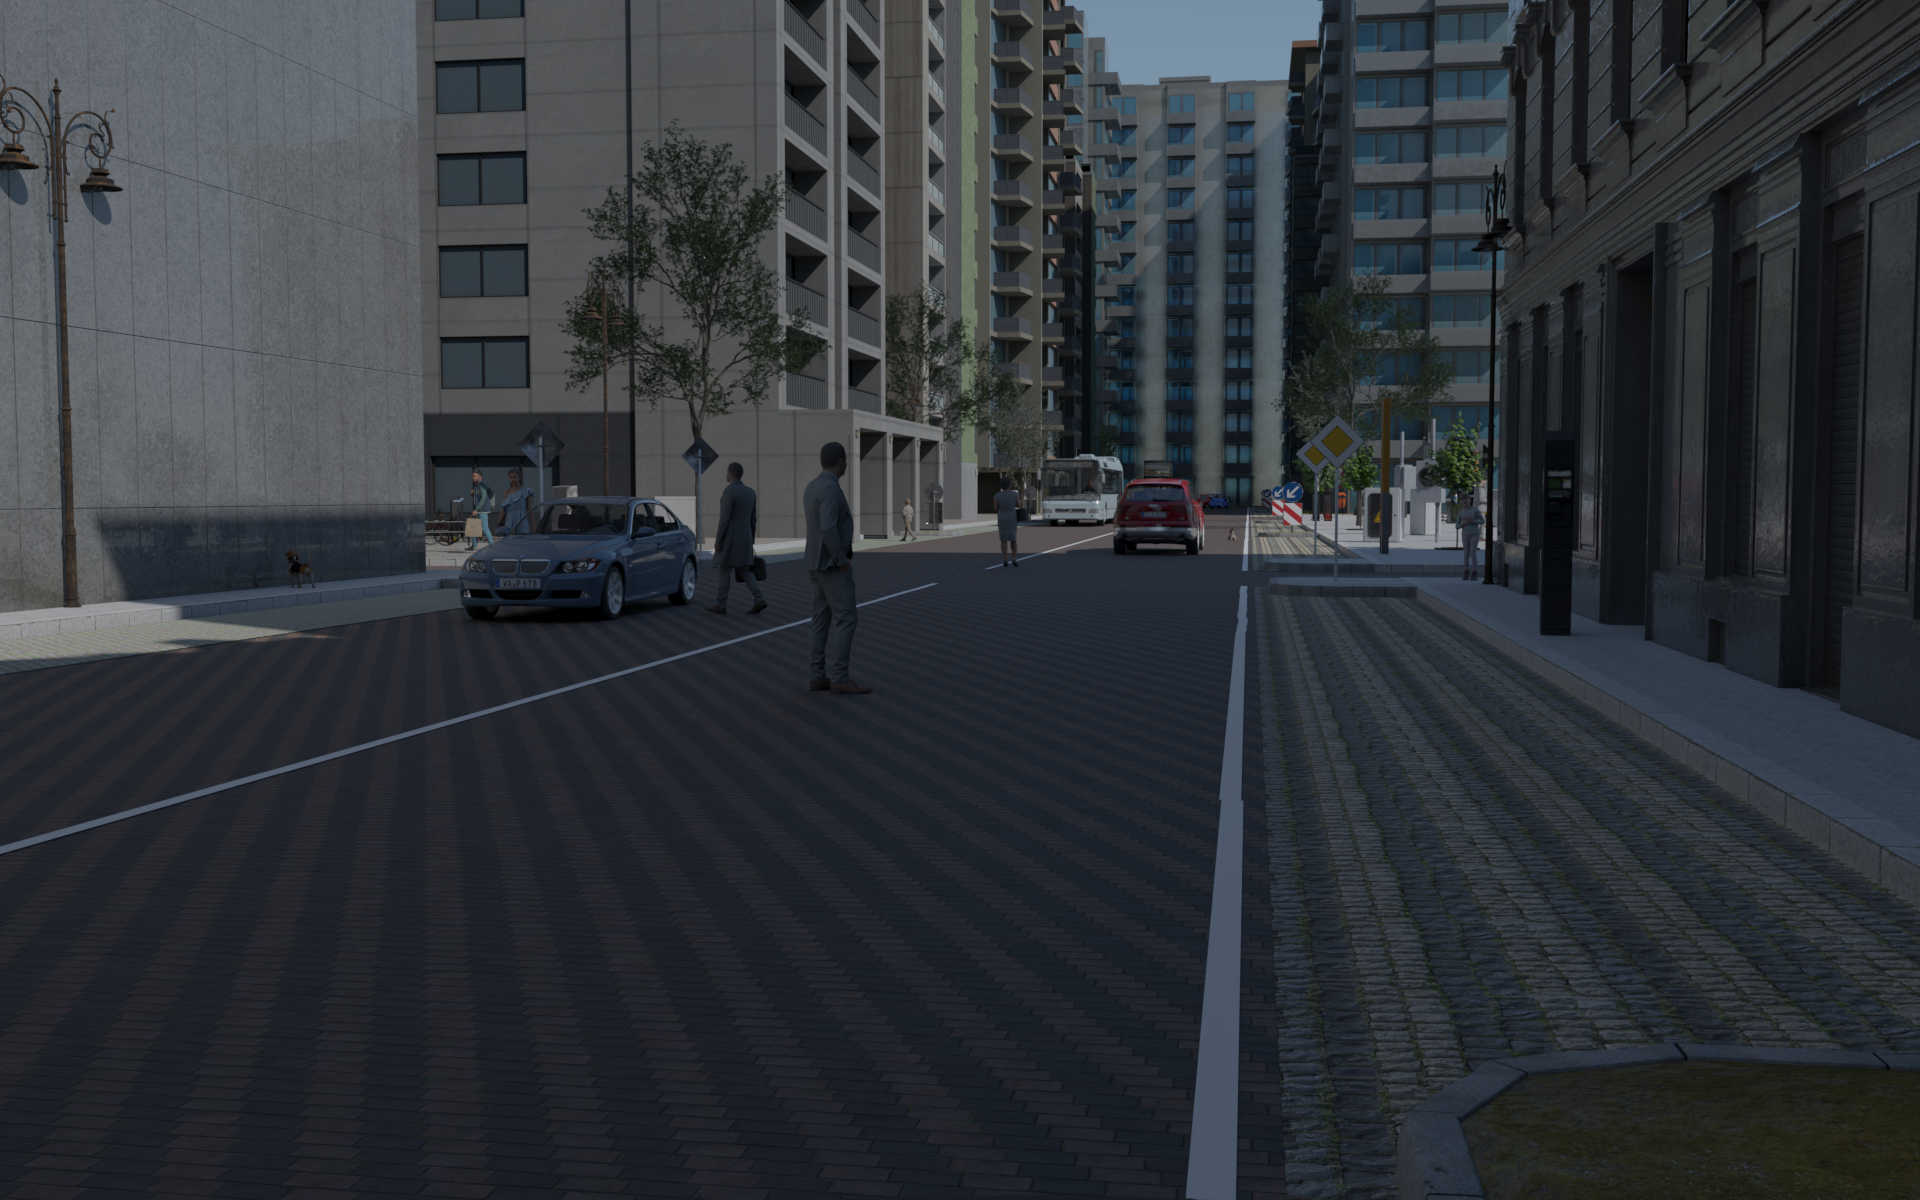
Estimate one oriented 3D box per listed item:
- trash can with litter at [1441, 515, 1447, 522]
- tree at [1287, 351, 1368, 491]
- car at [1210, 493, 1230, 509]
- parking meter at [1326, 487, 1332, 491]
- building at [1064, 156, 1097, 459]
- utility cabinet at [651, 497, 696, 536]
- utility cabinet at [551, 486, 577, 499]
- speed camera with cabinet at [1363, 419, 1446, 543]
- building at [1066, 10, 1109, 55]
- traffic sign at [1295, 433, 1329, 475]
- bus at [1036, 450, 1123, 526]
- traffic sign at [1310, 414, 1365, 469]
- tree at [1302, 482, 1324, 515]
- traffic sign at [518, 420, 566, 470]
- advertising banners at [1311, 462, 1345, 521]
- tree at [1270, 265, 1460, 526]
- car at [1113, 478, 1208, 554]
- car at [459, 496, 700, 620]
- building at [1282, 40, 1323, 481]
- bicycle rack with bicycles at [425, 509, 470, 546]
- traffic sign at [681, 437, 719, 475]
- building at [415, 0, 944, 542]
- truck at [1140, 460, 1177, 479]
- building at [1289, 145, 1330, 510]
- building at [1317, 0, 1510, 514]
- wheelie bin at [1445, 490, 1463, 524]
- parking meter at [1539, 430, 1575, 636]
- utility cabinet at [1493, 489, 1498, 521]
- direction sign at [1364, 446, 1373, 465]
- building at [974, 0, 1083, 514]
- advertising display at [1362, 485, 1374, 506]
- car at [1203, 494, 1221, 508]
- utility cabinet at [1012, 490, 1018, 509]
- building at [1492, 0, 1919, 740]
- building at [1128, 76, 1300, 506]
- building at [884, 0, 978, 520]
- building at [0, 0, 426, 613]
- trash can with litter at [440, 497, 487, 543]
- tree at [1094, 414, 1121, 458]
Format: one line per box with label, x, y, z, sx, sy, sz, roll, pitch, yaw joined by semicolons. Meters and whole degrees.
trash can with litter;22.334;-4.281;81.046;1.678;1.210;2.233;0;4;-1
tree;18.427;-8.445;88.442;4.360;8.622;3.978;0;3;0
car;25.214;-9.702;168.218;1.945;1.707;3.694;1;4;11
parking meter;20.985;-5.676;98.513;0.255;1.863;0.399;0;4;-6
building;3.871;-22.906;146.217;14.160;30.474;14.107;1;4;9
utility cabinet;-6.880;-1.862;41.602;1.020;1.237;0.306;-2;4;-27
utility cabinet;-10.543;-2.291;46.130;0.318;1.500;1.173;-2;4;-33
speed camera with cabinet;11.750;-3.147;45.788;2.038;3.252;0.660;2;4;27
building;0.624;-33.973;175.075;30.456;49.044;23.786;1;4;9
traffic sign;6.834;-1.894;33.165;0.795;2.593;0.064;1;4;9
bus;5.765;-5.238;80.502;2.948;3.499;13.247;1;4;10
traffic sign;5.520;-1.413;25.289;0.795;2.593;0.064;1;4;9
tree;22.472;-6.965;108.472;1.663;3.219;1.824;0;3;0
traffic sign;-6.604;-1.537;27.326;0.795;2.593;0.064;1;4;9
advertising banners;17.307;-5.215;81.449;0.090;3.025;2.074;-3;4;-36
tree;16.336;-8.274;69.690;8.767;10.594;7.601;3;5;43
car;4.949;-2.084;42.745;2.281;1.827;5.304;1;4;10
car;-4.542;-0.568;21.294;2.014;1.417;4.499;1;4;9
building;42.340;-31.240;165.402;22.147;44.769;28.867;1;4;9
bicycle rack with bicycles;-13.596;-1.825;43.223;2.925;0.926;2.852;-2;4;-31
traffic sign;-5.289;-2.019;35.202;0.795;2.593;0.064;1;4;9
building;-11.430;-38.005;59.635;20.563;71.187;20.611;1;4;9
truck;16.813;-9.593;145.754;2.839;4.237;11.283;1;4;9
building;34.877;-22.852;145.336;14.160;30.474;14.107;1;4;9
building;36.592;-30.705;121.642;23.786;49.044;30.456;1;4;9
wheelie bin;21.437;-4.103;75.000;0.693;1.594;0.980;0;4;-6
parking meter;5.435;-0.615;15.768;0.255;1.863;0.399;1;4;16
utility cabinet;25.216;-4.504;82.323;0.318;1.500;1.173;-3;5;-44
direction sign;19.189;-5.480;81.599;0.379;3.537;0.876;-1;4;-19
building;-2.869;-28.779;125.158;22.147;44.769;28.867;1;4;9
advertising display;24.031;-5.934;102.237;0.123;1.923;0.974;-2;4;-34
car;25.615;-10.209;175.963;2.155;1.783;4.494;1;4;10
utility cabinet;3.132;-5.989;106.597;0.318;1.500;1.173;-2;4;-28
building;10.813;-10.128;14.747;9.793;20.994;18.267;1;4;9
building;25.973;-35.593;201.549;30.456;49.044;23.786;1;4;9
building;-7.124;-24.580;85.483;14.154;41.232;14.086;1;4;9
building;-19.507;-12.552;23.248;19.932;24.808;12.078;1;4;9
trash can with litter;-13.328;-2.197;46.974;1.678;1.210;2.233;1;4;18
tree;12.938;-12.769;159.128;4.737;8.622;4.395;0;3;0
